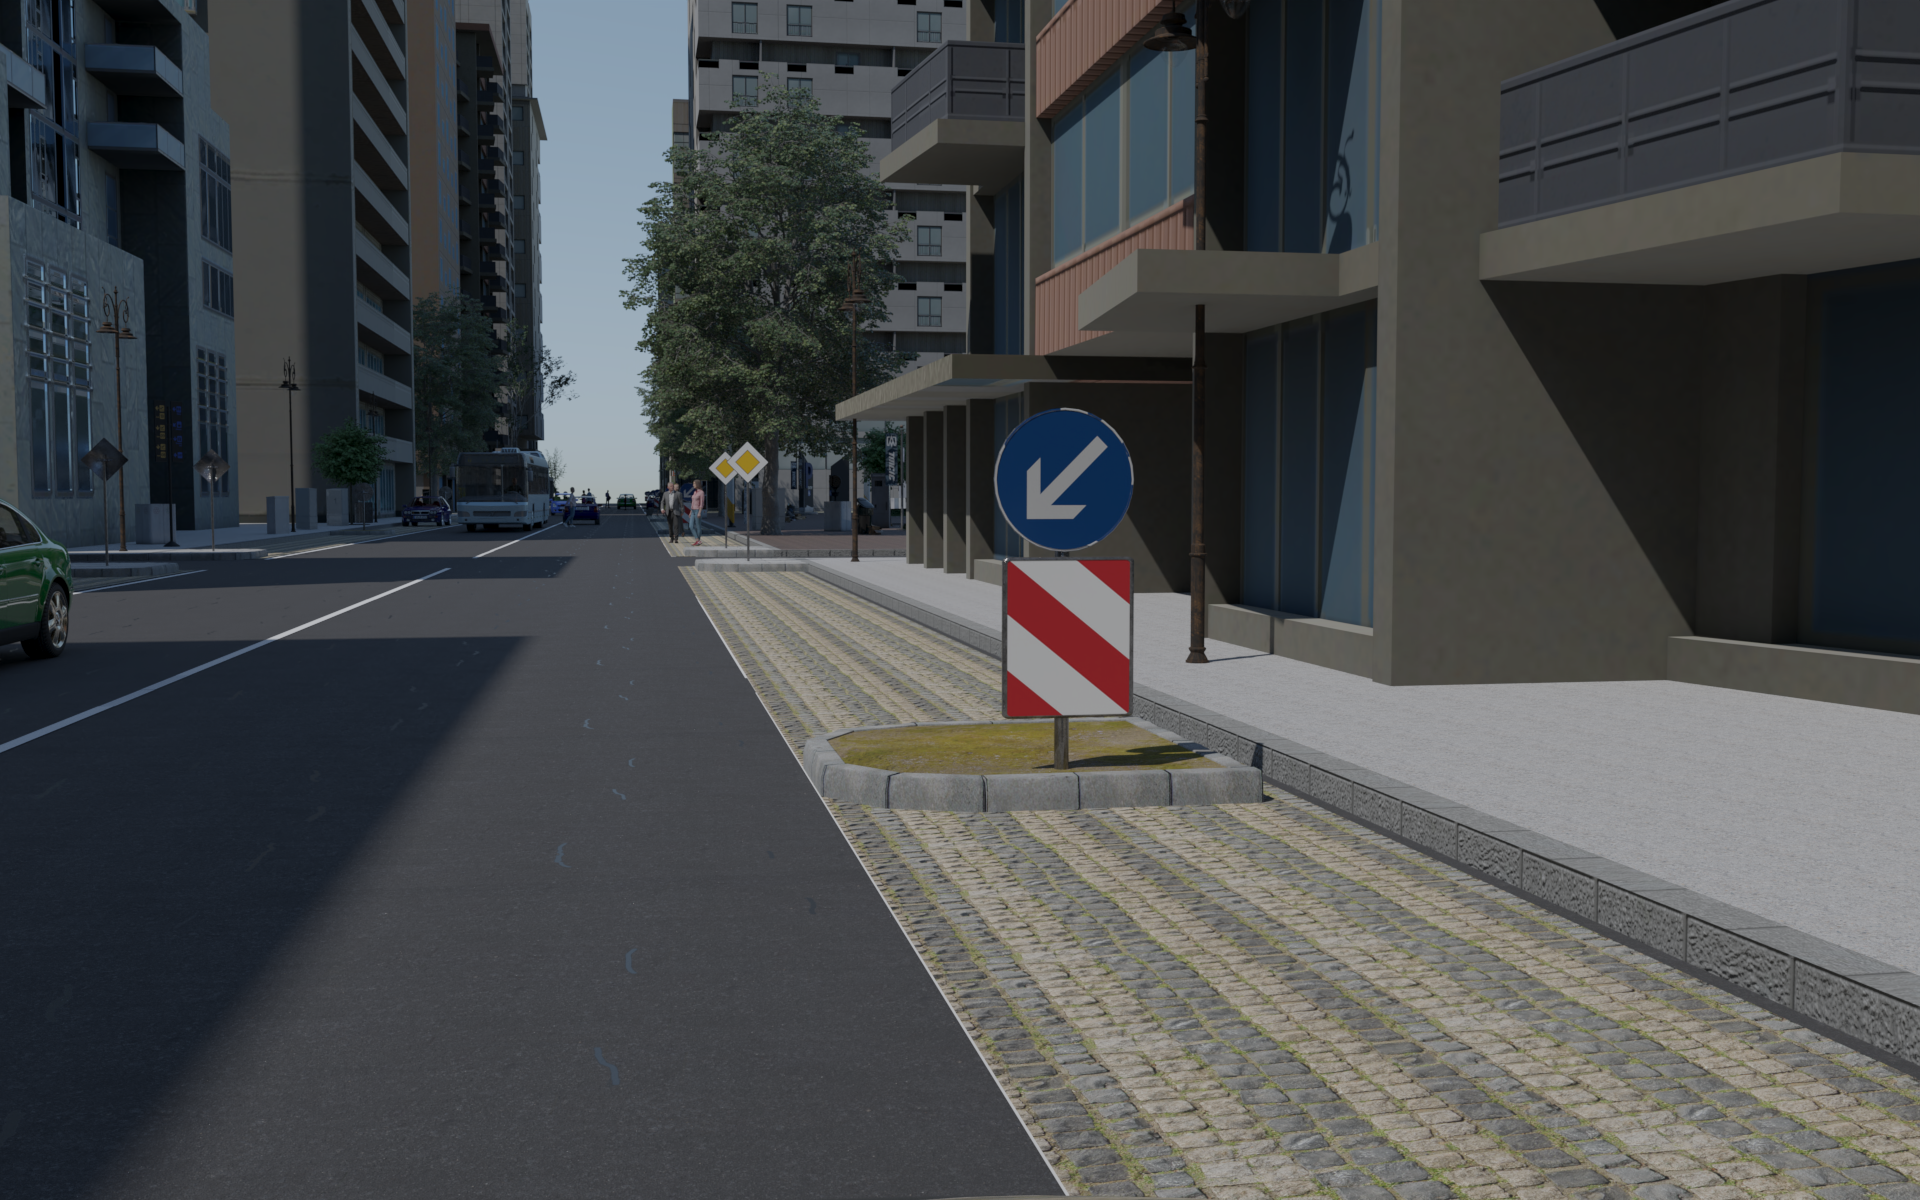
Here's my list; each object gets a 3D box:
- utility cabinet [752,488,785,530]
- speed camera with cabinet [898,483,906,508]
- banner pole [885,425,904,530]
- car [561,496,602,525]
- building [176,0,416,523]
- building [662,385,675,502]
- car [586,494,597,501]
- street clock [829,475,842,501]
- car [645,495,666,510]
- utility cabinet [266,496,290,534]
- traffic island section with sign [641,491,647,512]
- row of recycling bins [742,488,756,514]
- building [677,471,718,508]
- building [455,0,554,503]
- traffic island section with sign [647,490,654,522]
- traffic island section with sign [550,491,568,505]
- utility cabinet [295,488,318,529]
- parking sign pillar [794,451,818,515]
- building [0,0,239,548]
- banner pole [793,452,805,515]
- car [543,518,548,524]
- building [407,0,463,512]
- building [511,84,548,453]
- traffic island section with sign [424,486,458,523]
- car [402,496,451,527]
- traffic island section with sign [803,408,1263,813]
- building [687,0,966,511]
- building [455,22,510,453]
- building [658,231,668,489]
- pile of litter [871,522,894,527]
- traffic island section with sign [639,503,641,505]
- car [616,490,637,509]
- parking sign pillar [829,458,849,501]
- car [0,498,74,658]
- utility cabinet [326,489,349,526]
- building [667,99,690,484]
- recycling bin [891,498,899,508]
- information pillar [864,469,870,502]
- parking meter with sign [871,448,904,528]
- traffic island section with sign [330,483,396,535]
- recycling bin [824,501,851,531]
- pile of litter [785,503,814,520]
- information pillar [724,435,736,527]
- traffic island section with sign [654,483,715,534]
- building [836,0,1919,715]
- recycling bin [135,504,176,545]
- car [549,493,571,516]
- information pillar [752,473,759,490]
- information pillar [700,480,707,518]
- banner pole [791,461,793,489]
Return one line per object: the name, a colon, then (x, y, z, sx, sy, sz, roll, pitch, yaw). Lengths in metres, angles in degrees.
utility cabinet: (-6.833, -3.246, 61.759, 1.173, 1.500, 0.318, -2, 4, -34)
speed camera with cabinet: (-3.477, -6.844, 106.236, 0.660, 3.252, 2.038, 0, 4, -1)
banner pole: (-2.316, -4.437, 62.568, 0.863, 3.779, 0.401, -1, 4, -22)
car: (-17.923, -4.246, 82.003, 1.945, 1.354, 3.894, -1, 4, -12)
building: (-39.112, -28.137, 83.745, 21.300, 48.544, 21.600, -1, 4, -11)
building: (-28.055, -24.516, 245.873, 27.650, 21.520, 28.899, -1, 4, -11)
car: (-52.911, -14.505, 247.381, 2.015, 1.641, 3.980, -1, 4, -12)
street clock: (-4.783, -3.784, 66.443, 0.471, 2.002, 0.358, 0, 4, 3)
car: (-26.926, -8.614, 153.413, 1.945, 1.354, 3.894, -1, 4, -10)
utility cabinet: (-21.969, -2.729, 55.777, 0.306, 1.237, 1.020, 0, 4, 4)
traffic island section with sign: (-24.401, -7.984, 139.174, 1.989, 1.847, 2.006, -1, 4, -11)
row of recycling bins: (-12.592, -6.291, 109.978, 3.534, 1.692, 1.069, 3, 5, 45)
building: (-16.773, -44.500, 165.835, 20.563, 71.187, 20.611, -1, 4, -11)
building: (-69.526, -49.583, 248.936, 20.563, 71.187, 20.611, -1, 4, -11)
traffic island section with sign: (-15.043, -4.952, 89.599, 1.989, 1.847, 2.006, -1, 4, -11)
traffic island section with sign: (-50.641, -12.811, 218.091, 1.989, 1.847, 2.006, -1, 4, -11)
utility cabinet: (-23.638, -3.302, 62.660, 0.318, 1.500, 1.173, -3, 5, -44)
parking sign pillar: (-9.474, -7.226, 106.615, 1.447, 3.967, 1.447, 1, 4, 18)
building: (-34.343, -44.991, 48.279, 22.319, 86.520, 31.000, -1, 4, -11)
banner pole: (-9.489, -6.970, 103.975, 0.401, 3.779, 0.863, -3, 4, -38)
car: (-21.161, -4.424, 84.699, 2.083, 1.381, 4.827, -1, 4, -12)
building: (-41.763, -28.563, 117.108, 14.600, 45.320, 14.200, -1, 4, -11)
building: (-68.524, -38.879, 224.914, 28.713, 52.752, 27.495, -1, 4, -11)
traffic island section with sign: (-25.977, -4.827, 87.547, 1.989, 1.847, 2.006, -1, 4, -11)
car: (-23.755, -3.949, 77.148, 1.945, 1.354, 3.894, -1, 4, -9)
traffic island section with sign: (0.240, -0.006, 8.726, 1.989, 1.847, 2.006, -1, 4, -11)
building: (-8.399, -33.876, 143.103, 28.713, 52.752, 27.495, -1, 4, -11)
building: (-53.199, -30.780, 157.882, 22.147, 44.769, 28.867, -1, 4, -11)
building: (-39.179, -35.613, 265.870, 14.154, 41.232, 14.086, -1, 4, -11)
pile of litter: (-3.223, -3.354, 68.795, 1.719, 0.858, 1.176, 3, 4, 38)
traffic island section with sign: (-29.413, -9.604, 165.661, 1.989, 1.847, 2.006, -1, 4, -11)
car: (-31.530, -9.486, 163.887, 1.959, 1.807, 4.718, -1, 4, -10)
parking sign pillar: (-7.927, -7.656, 113.649, 1.447, 3.967, 1.447, -2, 4, -29)
car: (-8.537, -0.300, 13.698, 1.959, 1.807, 4.718, -1, 4, -11)
utility cabinet: (-24.985, -3.718, 69.473, 1.173, 1.500, 0.318, 3, 5, 41)
building: (-23.309, -30.590, 183.748, 14.154, 41.232, 14.086, -1, 4, -11)
recycling bin: (-4.352, -6.024, 111.048, 0.722, 1.027, 0.722, 2, 4, 24)
information pillar: (-4.994, -6.215, 92.965, 0.183, 3.616, 0.504, -3, 4, -39)
parking meter with sign: (-2.975, -4.198, 64.897, 1.738, 3.016, 0.543, 0, 4, 3)
traffic island section with sign: (-20.879, -3.182, 60.646, 1.989, 1.847, 2.006, -1, 4, -11)
recycling bin: (-4.242, -2.903, 60.020, 0.722, 1.027, 0.722, 2, 4, 27)
pile of litter: (-8.335, -4.520, 87.867, 1.176, 0.858, 1.719, 1, 4, 13)
information pillar: (-8.894, -4.619, 66.874, 0.504, 3.616, 0.183, 3, 5, 43)
traffic island section with sign: (-9.831, -3.267, 62.038, 1.989, 1.847, 2.006, -1, 4, -11)
building: (10.785, -22.355, 20.126, 22.147, 44.769, 28.867, -1, 4, -11)
recycling bin: (-20.647, -1.951, 44.456, 0.722, 1.027, 0.722, 2, 4, 34)
car: (-26.754, -6.568, 116.984, 1.945, 1.707, 3.694, -1, 4, -12)
information pillar: (-13.505, -7.524, 114.365, 0.504, 3.616, 0.183, 0, 4, 0)
information pillar: (-13.491, -5.299, 91.124, 0.304, 2.012, 0.304, -2, 4, -24)
banner pole: (-10.944, -7.683, 115.638, 0.863, 3.779, 0.401, -2, 4, -31)
